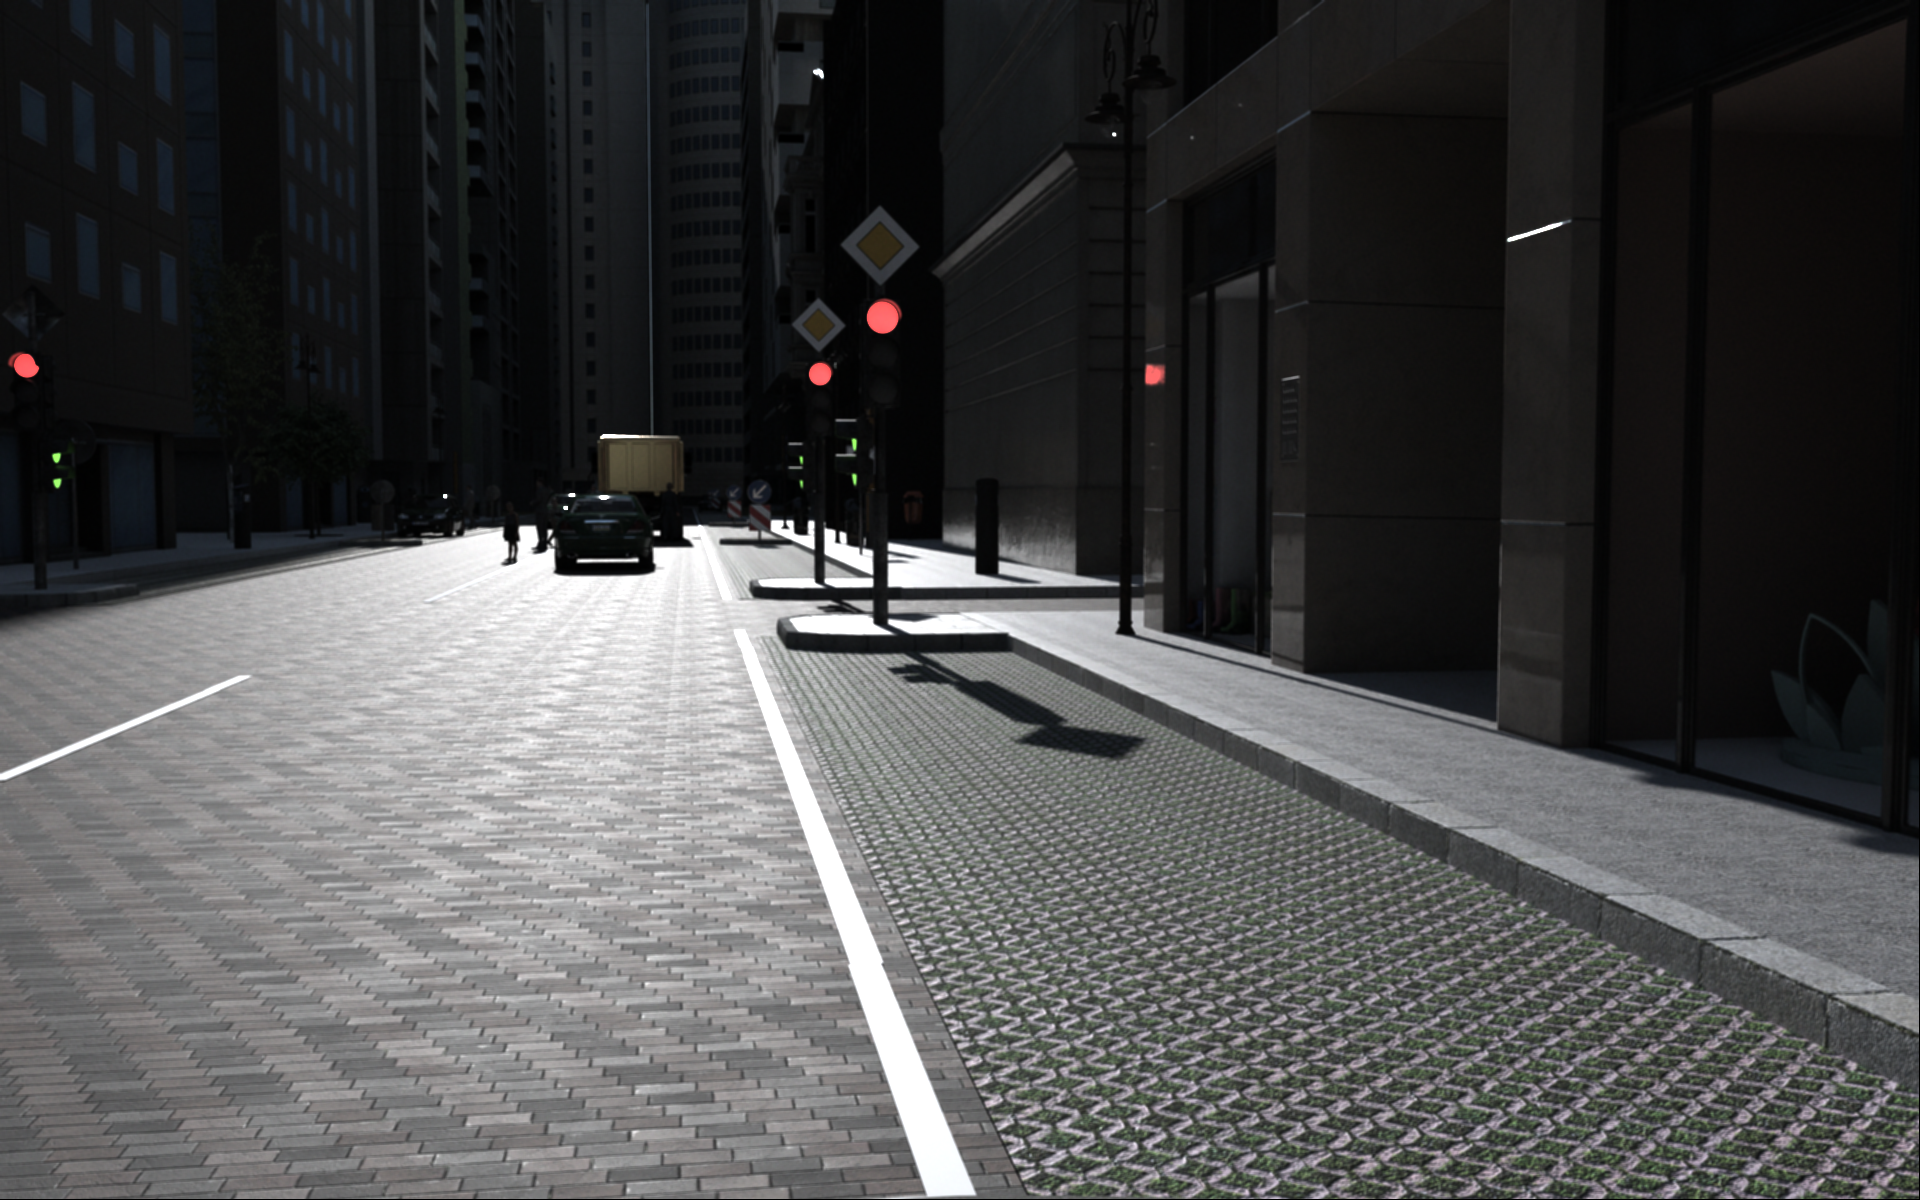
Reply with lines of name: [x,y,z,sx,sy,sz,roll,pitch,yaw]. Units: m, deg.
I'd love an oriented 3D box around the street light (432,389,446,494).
street light: [-22.786,-6.309,75.946,0.468,5.910,1.993,-1,4,-9]

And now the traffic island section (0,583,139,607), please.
traffic island section: [-12.416,-0.066,23.363,2.009,0.180,2.903,-1,4,-9]

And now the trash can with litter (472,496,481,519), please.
trash can with litter: [-24.523,-4.673,87.797,0.624,1.170,1.055,-1,4,-23]

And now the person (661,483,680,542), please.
person: [-8.633,-2.612,51.630,0.576,1.772,0.534,0,4,-7]

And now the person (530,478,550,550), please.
person: [-10.904,-2.234,44.826,0.447,1.846,0.655,1,4,11]

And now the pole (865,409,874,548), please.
pole: [-2.127,-2.873,40.824,0.158,3.312,0.155,0,3,0]

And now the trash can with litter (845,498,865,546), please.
trash can with litter: [-2.539,-1.942,43.144,0.624,1.170,1.055,-1,4,-9]

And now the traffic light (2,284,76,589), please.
traffic light: [-12.375,-2.099,23.235,0.839,4.253,0.868,-1,4,-9]

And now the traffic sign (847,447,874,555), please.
traffic sign: [-2.097,-2.107,36.572,0.606,2.300,0.079,0,4,-4]

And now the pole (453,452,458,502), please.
pole: [-24.387,-5.499,83.749,0.158,3.312,0.155,0,3,0]

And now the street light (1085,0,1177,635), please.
street light: [1.516,-2.625,15.703,0.468,5.910,1.993,-1,4,-9]

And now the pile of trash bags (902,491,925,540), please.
pile of trash bags: [0.022,-2.316,47.623,3.447,1.369,1.912,1,4,20]

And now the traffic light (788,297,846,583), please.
traffic light: [-2.043,-2.199,24.870,0.839,4.253,0.868,-1,4,-9]

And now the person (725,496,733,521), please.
person: [-12.328,-5.133,92.990,0.524,1.755,0.480,-1,4,-20]

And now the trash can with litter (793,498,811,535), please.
trash can with litter: [-4.998,-2.677,55.164,0.624,1.170,1.055,-1,4,-11]

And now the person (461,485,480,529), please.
person: [-20.136,-3.822,71.104,0.853,1.813,0.709,0,4,-8]

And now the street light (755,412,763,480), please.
street light: [-11.362,-7.655,97.940,0.468,5.910,1.993,-1,4,-9]

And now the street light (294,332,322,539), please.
street light: [-18.622,-4.697,49.591,0.468,5.910,1.993,-1,4,-9]

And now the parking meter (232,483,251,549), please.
parking meter: [-16.888,-1.977,40.737,0.372,1.533,0.369,0,3,0]

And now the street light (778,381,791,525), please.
street light: [-7.176,-5.998,70.848,0.468,5.910,1.993,-1,4,-9]

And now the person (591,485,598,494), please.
person: [-14.396,-3.610,67.918,0.834,1.777,0.661,-2,4,-32]

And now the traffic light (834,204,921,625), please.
traffic light: [-0.802,-1.716,16.981,0.839,4.253,0.868,-1,4,-9]

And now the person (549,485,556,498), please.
person: [-19.283,-4.497,81.807,0.755,1.850,0.659,-1,4,-21]

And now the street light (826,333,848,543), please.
street light: [-3.207,-4.430,45.216,0.468,5.910,1.993,-1,4,-9]

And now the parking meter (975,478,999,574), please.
parking meter: [0.434,-1.188,27.835,0.372,1.533,0.369,0,3,0]

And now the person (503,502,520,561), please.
person: [-9.579,-1.456,36.978,0.362,1.253,0.373,2,4,24]

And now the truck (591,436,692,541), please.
truck: [-10.434,-3.722,56.781,3.469,3.379,9.791,-1,4,-10]

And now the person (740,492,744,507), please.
person: [-22.195,-10.364,178.675,1.217,1.735,0.721,1,4,20]

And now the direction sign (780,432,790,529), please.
direction sign: [-6.417,-4.373,63.504,0.379,3.537,0.876,-1,4,-20]

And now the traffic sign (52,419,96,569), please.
traffic sign: [-15.103,-1.799,29.517,0.768,2.556,0.104,0,4,0]

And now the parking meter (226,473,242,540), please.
parking meter: [-20.389,-2.626,48.649,0.255,1.863,0.399,1,4,19]

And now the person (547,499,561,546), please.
person: [-11.118,-2.130,47.601,0.640,1.303,0.475,1,4,20]

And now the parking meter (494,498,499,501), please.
parking meter: [-25.027,-5.189,93.247,0.372,1.533,0.369,0,3,0]
